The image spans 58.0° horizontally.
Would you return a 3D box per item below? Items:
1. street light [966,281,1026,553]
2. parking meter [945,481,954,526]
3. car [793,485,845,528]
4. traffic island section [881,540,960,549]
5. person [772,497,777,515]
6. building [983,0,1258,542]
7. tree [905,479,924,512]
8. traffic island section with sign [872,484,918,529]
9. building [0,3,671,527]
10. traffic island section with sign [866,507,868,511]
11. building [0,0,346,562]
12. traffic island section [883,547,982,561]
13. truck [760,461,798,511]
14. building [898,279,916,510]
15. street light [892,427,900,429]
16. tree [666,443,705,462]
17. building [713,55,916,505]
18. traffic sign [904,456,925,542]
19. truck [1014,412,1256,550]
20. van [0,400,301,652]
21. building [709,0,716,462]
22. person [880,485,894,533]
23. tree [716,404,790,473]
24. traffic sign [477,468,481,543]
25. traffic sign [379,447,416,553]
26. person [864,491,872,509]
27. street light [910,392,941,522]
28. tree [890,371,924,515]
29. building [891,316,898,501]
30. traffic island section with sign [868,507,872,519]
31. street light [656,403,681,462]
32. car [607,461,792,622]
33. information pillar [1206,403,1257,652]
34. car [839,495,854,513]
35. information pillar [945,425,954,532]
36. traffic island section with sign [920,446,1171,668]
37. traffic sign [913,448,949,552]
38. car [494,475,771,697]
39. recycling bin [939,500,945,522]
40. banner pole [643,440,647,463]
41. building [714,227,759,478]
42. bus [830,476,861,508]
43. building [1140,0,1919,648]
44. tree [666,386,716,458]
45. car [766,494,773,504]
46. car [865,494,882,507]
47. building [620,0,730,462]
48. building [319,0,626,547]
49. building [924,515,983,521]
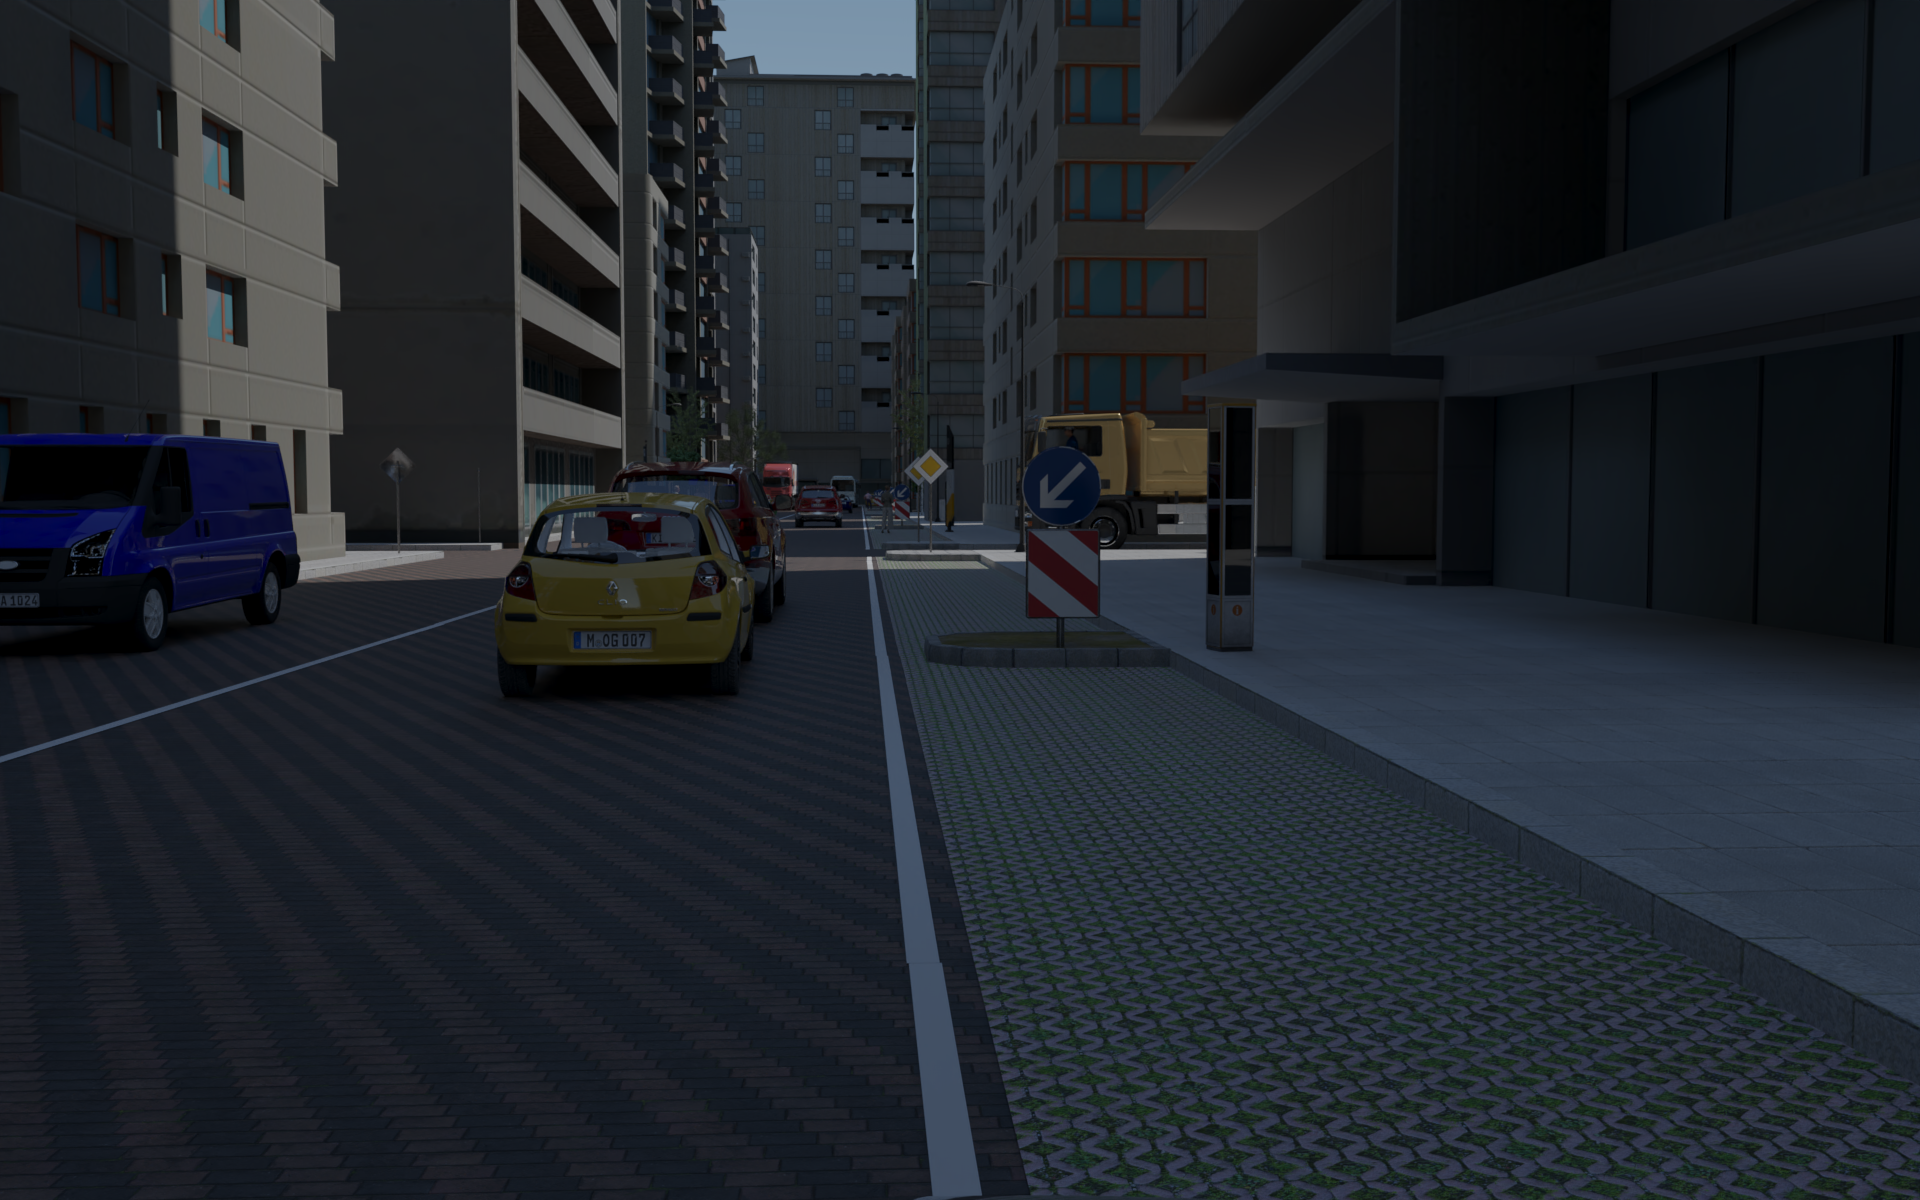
[{"bbox_3d":[0.828,-4.002,37.970,1.470,5.913,1.316,0,4,-3],"label":"street light"},{"bbox_3d":[-0.411,-3.873,69.037,0.255,1.863,0.399,2,4,24],"label":"parking meter"},{"bbox_3d":[-6.165,-4.104,75.767,2.281,1.827,5.304,0,4,-4],"label":"car"},{"bbox_3d":[-1.078,-1.454,46.053,2.009,0.180,2.903,0,4,-3],"label":"traffic island section"},{"bbox_3d":[-9.177,-4.472,85.865,0.306,1.304,0.590,1,4,10],"label":"person"},{"bbox_3d":[16.188,-13.130,59.707,28.899,21.520,27.650,0,4,-3],"label":"building"},{"bbox_3d":[-2.823,-7.911,123.947,1.663,3.219,1.824,0,3,0],"label":"tree"},{"bbox_3d":[-2.486,-3.791,70.612,1.989,1.847,2.006,0,4,-3],"label":"traffic island section with sign"},{"bbox_3d":[-30.209,-14.828,87.469,27.650,21.520,28.899,0,4,-3],"label":"building"},{"bbox_3d":[-6.943,-8.549,148.396,1.989,1.847,2.006,0,4,-3],"label":"traffic island section with sign"},{"bbox_3d":[-26.253,-10.720,20.308,28.899,21.520,27.650,0,4,-3],"label":"building"},{"bbox_3d":[-0.621,-0.966,38.081,2.009,0.180,2.903,0,4,-3],"label":"traffic island section"},{"bbox_3d":[-15.678,-9.928,151.232,2.839,4.237,11.283,0,4,-2],"label":"truck"},{"bbox_3d":[8.926,-18.917,154.330,27.650,21.520,28.899,0,4,-3],"label":"building"},{"bbox_3d":[-3.997,-9.062,120.701,1.470,5.913,1.316,0,4,-3],"label":"street light"},{"bbox_3d":[-17.738,-7.773,110.805,4.285,4.588,4.351,0,3,0],"label":"tree"},{"bbox_3d":[-16.850,-38.439,217.716,27.495,52.752,28.713,0,4,-3],"label":"building"},{"bbox_3d":[-1.102,-2.589,45.975,0.795,2.450,0.064,0,4,-3],"label":"traffic sign"},{"bbox_3d":[5.430,-2.843,42.409,9.791,3.379,3.469,0,4,-5],"label":"truck"},{"bbox_3d":[-8.394,-0.797,17.418,2.240,2.365,5.245,0,4,-5],"label":"van"},{"bbox_3d":[-30.819,-43.981,157.340,20.563,71.187,20.611,0,4,-3],"label":"building"},{"bbox_3d":[-2.631,-3.317,63.289,0.519,1.759,0.362,1,4,17],"label":"person"},{"bbox_3d":[-21.113,-14.643,173.819,8.767,10.594,7.601,0,4,1],"label":"tree"},{"bbox_3d":[-12.578,-2.550,45.339,0.795,2.450,0.064,0,4,-3],"label":"traffic sign"},{"bbox_3d":[-12.121,-2.063,37.367,0.795,2.450,0.064,0,4,-3],"label":"traffic sign"},{"bbox_3d":[-7.959,-8.653,150.917,0.756,1.711,0.436,1,4,21],"label":"person"},{"bbox_3d":[-1.541,-6.500,78.822,1.470,5.913,1.316,0,4,-3],"label":"street light"},{"bbox_3d":[-2.061,-9.423,104.421,4.737,8.622,4.395,0,3,0],"label":"tree"},{"bbox_3d":[6.764,-20.711,183.662,27.650,21.520,28.899,0,4,-3],"label":"building"},{"bbox_3d":[-4.032,-5.440,97.574,1.989,1.847,2.006,0,4,-3],"label":"traffic island section with sign"},{"bbox_3d":[-14.972,-7.111,88.799,1.470,5.913,1.316,0,4,-3],"label":"street light"},{"bbox_3d":[-3.191,-0.747,20.885,2.281,1.827,5.304,0,4,-3],"label":"car"},{"bbox_3d":[2.213,-0.592,14.171,0.304,2.012,0.304,-1,4,-16],"label":"information pillar"},{"bbox_3d":[-8.947,-7.175,129.892,1.945,1.354,3.894,0,4,-5],"label":"car"},{"bbox_3d":[-0.331,-4.106,58.494,0.183,3.616,0.504,-1,4,-22],"label":"information pillar"},{"bbox_3d":[0.696,-0.398,15.137,1.989,1.847,2.006,0,4,-3],"label":"traffic island section with sign"},{"bbox_3d":[-0.644,-2.102,38.003,0.795,2.450,0.064,0,4,-3],"label":"traffic sign"},{"bbox_3d":[-2.529,-0.214,13.727,2.015,1.641,3.980,0,4,-5],"label":"car"},{"bbox_3d":[-0.677,-4.150,80.408,0.722,1.027,0.722,-1,4,-8],"label":"recycling bin"},{"bbox_3d":[-14.500,-5.493,79.834,0.401,3.779,0.863,0,4,1],"label":"banner pole"},{"bbox_3d":[-29.103,-25.503,188.668,14.107,30.474,14.160,0,4,-3],"label":"building"},{"bbox_3d":[-12.141,-11.553,183.751,2.948,3.499,13.247,0,4,-1],"label":"bus"},{"bbox_3d":[17.807,-26.491,22.359,28.713,52.752,27.495,0,4,-3],"label":"building"},{"bbox_3d":[-18.603,-10.196,117.075,4.737,8.622,4.395,0,3,0],"label":"tree"},{"bbox_3d":[-15.611,-7.718,136.409,2.015,1.641,3.980,0,4,-4],"label":"car"},{"bbox_3d":[-9.047,-10.467,181.362,2.015,1.641,3.980,0,4,-4],"label":"car"},{"bbox_3d":[-29.546,-29.287,133.471,22.147,44.769,28.867,0,4,-3],"label":"building"},{"bbox_3d":[-22.812,-26.307,53.825,21.300,48.544,21.600,0,4,-3],"label":"building"},{"bbox_3d":[5.119,-24.690,87.282,14.154,41.232,14.086,0,4,-3],"label":"building"}]
